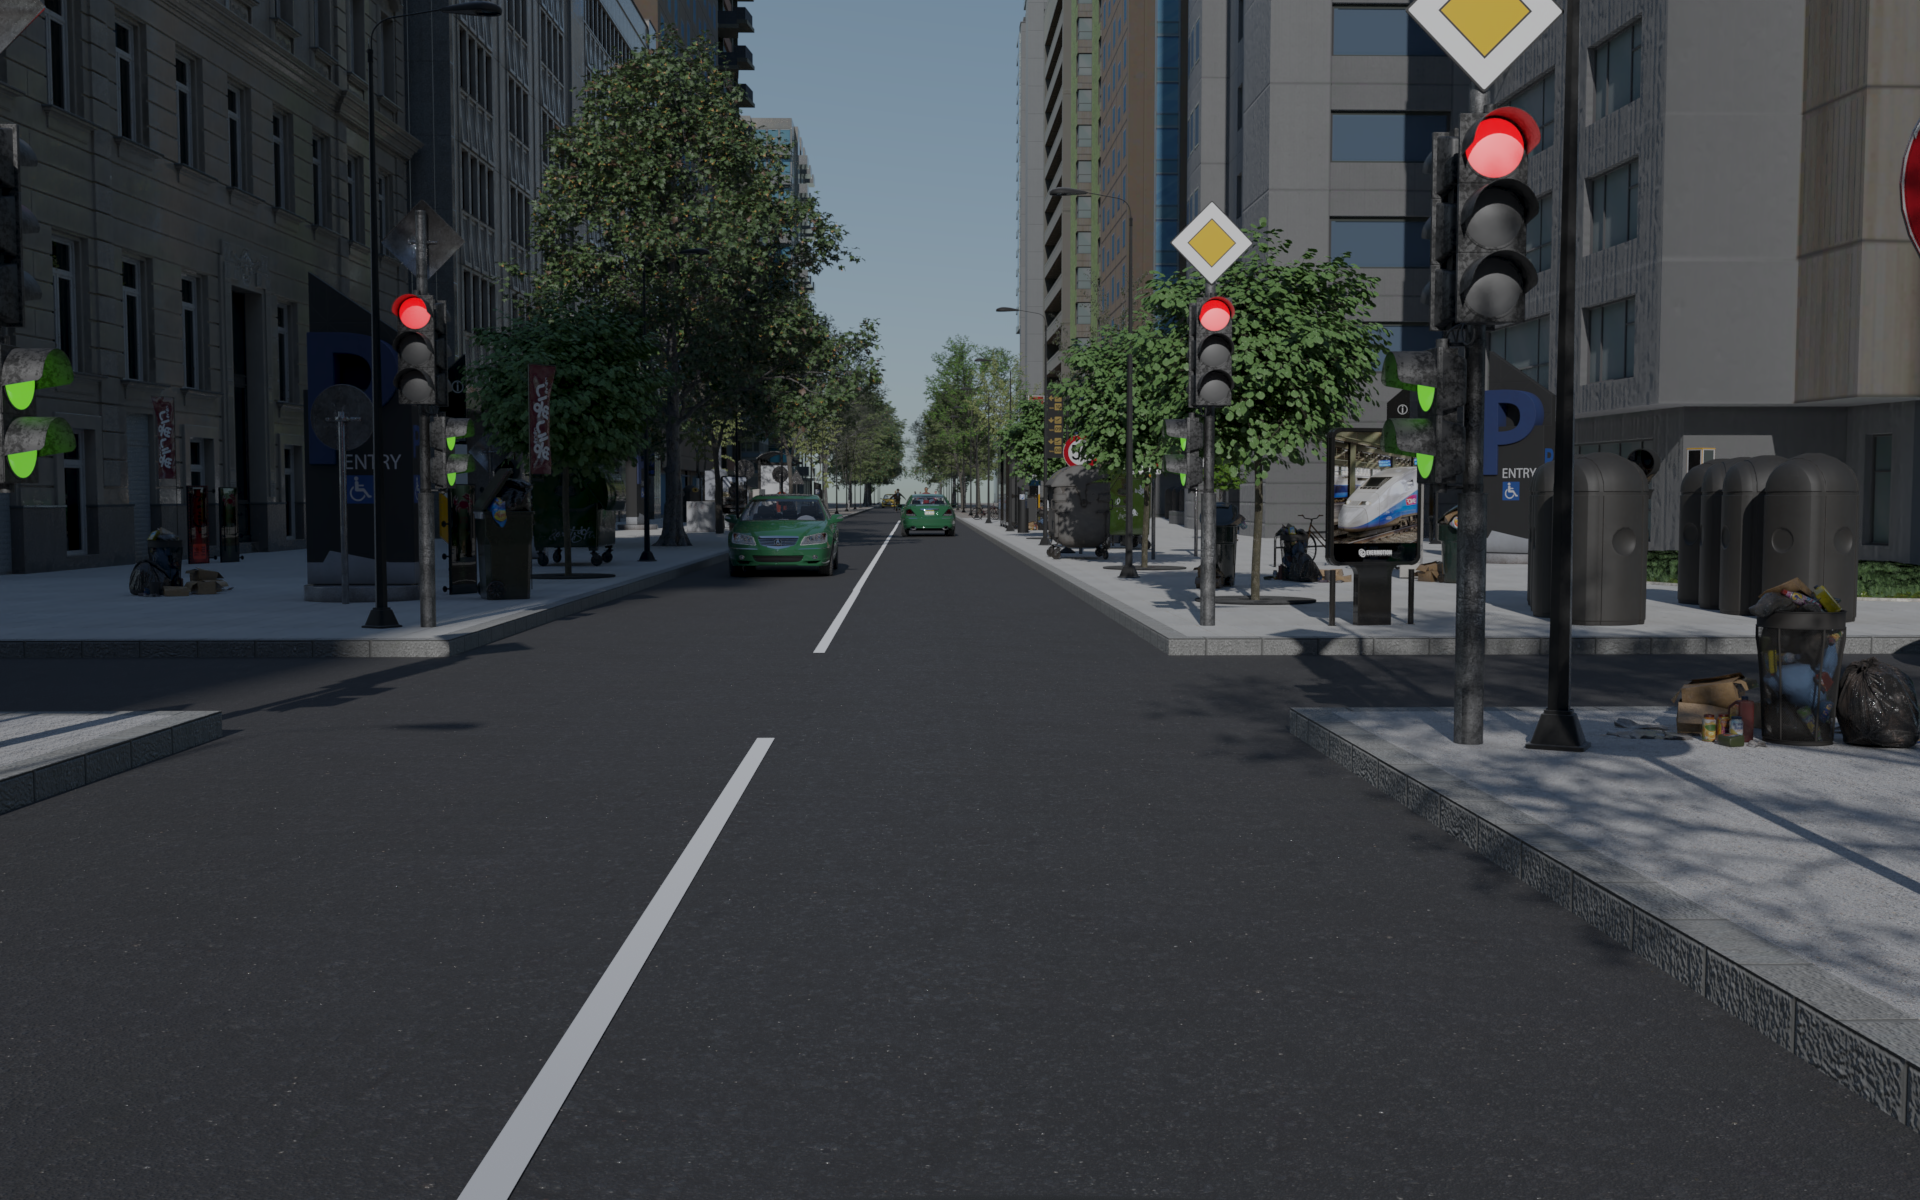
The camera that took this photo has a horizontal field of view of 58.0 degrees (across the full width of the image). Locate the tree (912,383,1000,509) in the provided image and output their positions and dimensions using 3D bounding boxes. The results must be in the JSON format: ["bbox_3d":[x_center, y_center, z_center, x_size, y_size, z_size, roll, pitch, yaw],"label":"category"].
[{"bbox_3d":[0.118,-12.829,144.160,8.767,10.594,7.601,-1,4,-20],"label":"tree"}]

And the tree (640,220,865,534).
[{"bbox_3d":[-7.764,-7.446,56.157,8.767,10.594,7.601,0,4,0],"label":"tree"}]

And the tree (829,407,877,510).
[{"bbox_3d":[-8.671,-11.361,136.117,4.360,8.622,3.978,0,3,0],"label":"tree"}]

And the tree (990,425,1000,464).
[{"bbox_3d":[3.103,-2.805,29.578,4.285,4.588,4.351,0,3,0],"label":"tree"}]

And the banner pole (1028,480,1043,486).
[{"bbox_3d":[2.867,-4.452,62.802,0.863,3.779,0.401,-1,4,-13],"label":"banner pole"}]

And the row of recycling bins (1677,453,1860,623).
[{"bbox_3d":[8.686,-0.717,18.834,1.069,1.692,3.534,0,4,6],"label":"row of recycling bins"}]

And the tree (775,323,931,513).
[{"bbox_3d":[-9.250,-12.720,118.347,12.009,13.543,11.850,0,3,0],"label":"tree"}]

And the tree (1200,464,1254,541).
[{"bbox_3d":[7.099,-3.213,47.140,1.663,3.219,1.824,0,3,0],"label":"tree"}]

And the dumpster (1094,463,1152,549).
[{"bbox_3d":[3.770,-2.339,40.730,1.502,2.255,1.985,0,4,-1],"label":"dumpster"}]

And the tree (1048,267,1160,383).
[{"bbox_3d":[4.951,-6.413,55.219,4.360,8.622,3.978,0,3,0],"label":"tree"}]

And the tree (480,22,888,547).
[{"bbox_3d":[-7.038,-7.683,42.629,9.611,12.733,9.660,0,3,0],"label":"tree"}]

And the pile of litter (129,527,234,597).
[{"bbox_3d":[-10.009,-0.515,22.387,1.176,0.858,1.719,1,4,19],"label":"pile of litter"}]

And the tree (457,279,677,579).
[{"bbox_3d":[-5.983,-2.626,26.655,4.285,4.588,4.351,0,3,0],"label":"tree"}]

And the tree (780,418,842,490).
[{"bbox_3d":[-8.360,-9.072,98.686,4.737,8.622,4.395,0,3,0],"label":"tree"}]

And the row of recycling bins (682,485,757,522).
[{"bbox_3d":[-10.930,-4.398,79.026,3.534,1.692,1.069,-1,4,-11],"label":"row of recycling bins"}]

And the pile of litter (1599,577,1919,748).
[{"bbox_3d":[4.330,0.292,9.185,1.719,0.858,1.176,2,4,24],"label":"pile of litter"}]

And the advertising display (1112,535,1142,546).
[{"bbox_3d":[4.160,-2.307,42.939,0.974,1.923,0.123,-2,4,-26],"label":"advertising display"}]

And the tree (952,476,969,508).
[{"bbox_3d":[0.245,-10.437,165.243,1.663,3.219,1.824,0,3,0],"label":"tree"}]

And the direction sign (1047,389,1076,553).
[{"bbox_3d":[2.322,-2.782,37.488,0.876,3.537,0.379,0,4,-4],"label":"direction sign"}]

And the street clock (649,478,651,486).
[{"bbox_3d":[-12.307,-3.852,67.552,0.471,2.002,0.358,1,4,13],"label":"street clock"}]

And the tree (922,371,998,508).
[{"bbox_3d":[-0.029,-14.696,158.408,7.486,12.596,7.792,0,3,0],"label":"tree"}]

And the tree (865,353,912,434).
[{"bbox_3d":[-6.989,-8.459,72.724,8.767,10.594,7.601,0,4,6],"label":"tree"}]

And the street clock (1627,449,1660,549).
[{"bbox_3d":[10.940,-1.420,27.785,0.471,2.002,0.358,3,5,44],"label":"street clock"}]

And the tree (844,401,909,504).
[{"bbox_3d":[-11.240,-18.977,216.932,9.857,13.997,8.962,0,3,0],"label":"tree"}]

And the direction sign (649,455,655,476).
[{"bbox_3d":[-13.641,-5.072,74.928,0.876,3.537,0.379,-1,4,-8],"label":"direction sign"}]

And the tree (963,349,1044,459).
[{"bbox_3d":[2.381,-8.445,88.446,4.737,8.622,4.395,0,3,0],"label":"tree"}]

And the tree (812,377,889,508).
[{"bbox_3d":[-10.538,-15.065,164.436,7.486,12.596,7.792,0,3,0],"label":"tree"}]

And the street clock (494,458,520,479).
[{"bbox_3d":[-9.168,-1.868,35.110,0.471,2.002,0.358,1,4,16],"label":"street clock"}]

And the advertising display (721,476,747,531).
[{"bbox_3d":[-7.940,-3.405,60.892,0.974,1.923,0.123,-2,4,-32],"label":"advertising display"}]

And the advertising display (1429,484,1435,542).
[{"bbox_3d":[12.819,-2.558,47.038,0.123,1.923,0.974,1,4,17],"label":"advertising display"}]

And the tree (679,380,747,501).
[{"bbox_3d":[-12.262,-8.091,82.648,4.737,8.622,4.395,0,3,0],"label":"tree"}]

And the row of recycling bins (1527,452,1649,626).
[{"bbox_3d":[6.602,-0.695,18.477,1.069,1.692,3.534,1,4,13],"label":"row of recycling bins"}]

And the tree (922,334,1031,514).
[{"bbox_3d":[1.066,-11.457,113.070,9.928,11.665,9.643,0,3,0],"label":"tree"}]

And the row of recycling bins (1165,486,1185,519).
[{"bbox_3d":[11.490,-4.959,88.194,1.069,1.692,3.534,-1,4,-21],"label":"row of recycling bins"}]

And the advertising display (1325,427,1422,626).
[{"bbox_3d":[4.036,-0.715,16.911,0.974,1.923,0.123,-1,4,-15],"label":"advertising display"}]

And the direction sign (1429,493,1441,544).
[{"bbox_3d":[12.228,-3.202,44.354,0.379,3.537,0.876,1,4,12],"label":"direction sign"}]

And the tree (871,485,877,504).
[{"bbox_3d":[-12.290,-14.753,235.811,1.663,3.219,1.824,0,3,0],"label":"tree"}]

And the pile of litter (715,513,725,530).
[{"bbox_3d":[-9.129,-2.963,62.405,1.176,0.858,1.719,2,4,34],"label":"pile of litter"}]

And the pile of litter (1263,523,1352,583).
[{"bbox_3d":[5.154,-0.721,25.756,1.176,0.858,1.719,0,4,-6],"label":"pile of litter"}]

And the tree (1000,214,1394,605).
[{"bbox_3d":[3.457,-2.250,20.494,4.285,4.588,4.351,0,3,0],"label":"tree"}]

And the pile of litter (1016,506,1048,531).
[{"bbox_3d":[2.795,-2.902,61.406,1.719,0.858,1.176,0,4,-4],"label":"pile of litter"}]

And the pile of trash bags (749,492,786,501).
[{"bbox_3d":[-7.497,-3.652,69.456,1.912,1.369,3.447,-1,4,-21],"label":"pile of trash bags"}]

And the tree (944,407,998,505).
[{"bbox_3d":[-0.479,-15.786,175.101,9.611,12.733,9.660,0,3,0],"label":"tree"}]
